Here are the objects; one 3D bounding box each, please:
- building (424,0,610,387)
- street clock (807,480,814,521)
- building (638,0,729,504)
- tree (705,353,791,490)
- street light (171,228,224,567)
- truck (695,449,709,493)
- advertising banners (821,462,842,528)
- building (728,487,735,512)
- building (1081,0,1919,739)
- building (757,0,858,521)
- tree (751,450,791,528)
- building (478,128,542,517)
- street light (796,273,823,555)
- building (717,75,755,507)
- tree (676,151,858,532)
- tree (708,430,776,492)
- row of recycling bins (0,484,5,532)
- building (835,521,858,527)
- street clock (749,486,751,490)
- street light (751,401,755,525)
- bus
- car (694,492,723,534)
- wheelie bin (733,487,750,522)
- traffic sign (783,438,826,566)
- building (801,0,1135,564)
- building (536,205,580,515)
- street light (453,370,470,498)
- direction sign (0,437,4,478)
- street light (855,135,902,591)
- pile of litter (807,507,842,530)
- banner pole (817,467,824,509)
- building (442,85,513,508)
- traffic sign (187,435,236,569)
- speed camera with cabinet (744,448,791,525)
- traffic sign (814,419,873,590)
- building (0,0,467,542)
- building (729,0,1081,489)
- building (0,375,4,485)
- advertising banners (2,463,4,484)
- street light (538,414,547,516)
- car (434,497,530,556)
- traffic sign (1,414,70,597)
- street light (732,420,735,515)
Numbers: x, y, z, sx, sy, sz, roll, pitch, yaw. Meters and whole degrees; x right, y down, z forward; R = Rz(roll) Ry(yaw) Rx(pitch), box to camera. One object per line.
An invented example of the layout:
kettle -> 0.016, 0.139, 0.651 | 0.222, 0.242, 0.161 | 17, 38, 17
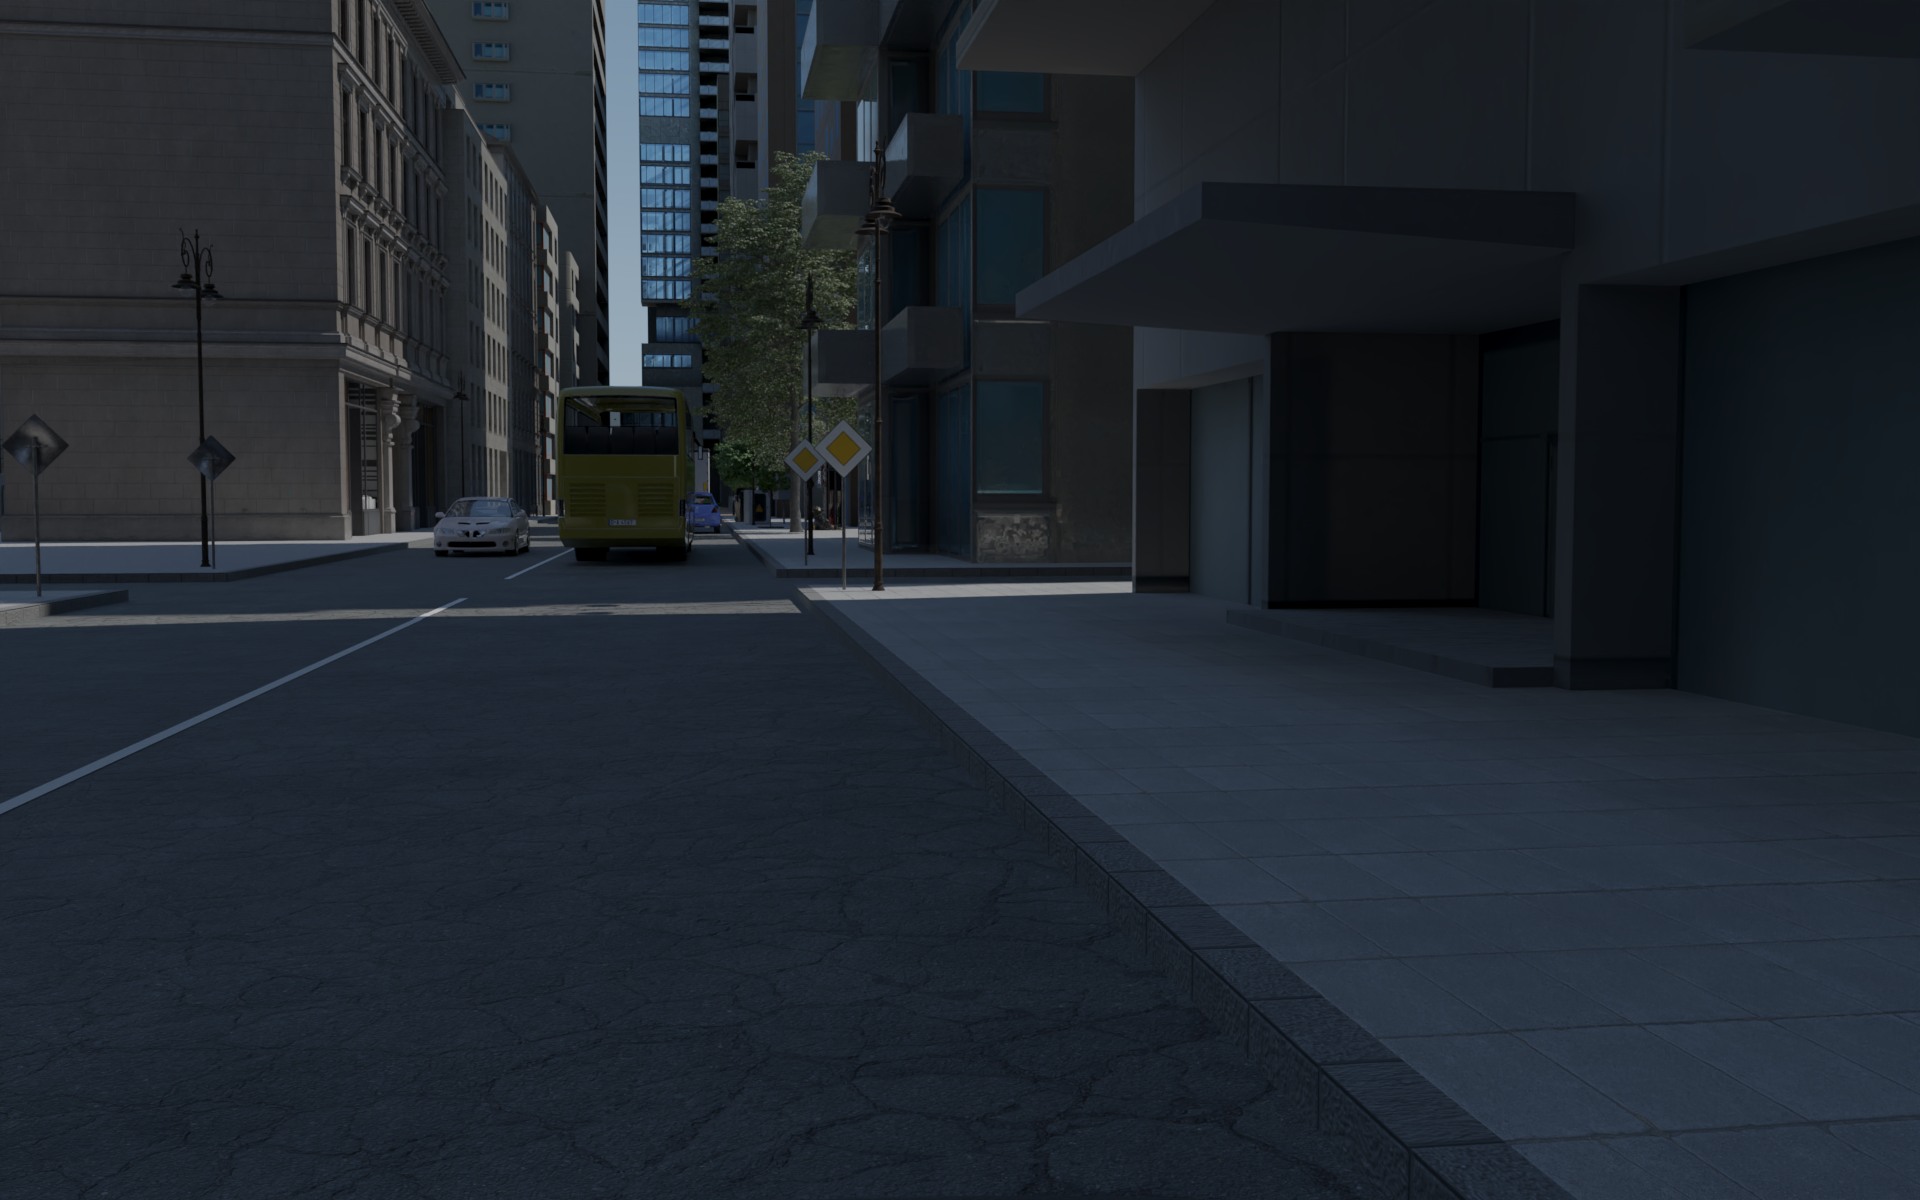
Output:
building -> -39.978, -31.625, 140.777 | 21.300, 48.544, 21.600 | -1, 4, -9
street clock -> -7.275, -4.829, 83.524 | 0.471, 2.002, 0.358 | -2, 4, -24
building -> -24.733, -54.160, 198.190 | 31.000, 86.520, 22.319 | -1, 4, -9
tree -> -10.709, -8.498, 89.312 | 4.360, 8.622, 3.978 | 0, 3, 0
street light -> -13.311, -3.522, 30.376 | 0.468, 5.910, 1.993 | -1, 4, -9
truck -> -17.707, -7.543, 112.248 | 2.839, 4.237, 11.283 | -1, 4, -11
advertising banners -> -4.778, -4.190, 64.692 | 0.090, 3.025, 2.074 | -2, 4, -27
building -> -1.015, -26.727, 128.875 | 32.217, 40.220, 23.993 | -1, 4, -9
building -> 15.045, -25.770, 10.576 | 28.713, 52.752, 27.495 | -1, 4, -9
building -> -4.359, -27.459, 99.067 | 14.600, 45.320, 14.200 | -1, 4, -9
tree -> -7.254, -4.330, 65.397 | 1.663, 3.219, 1.824 | 0, 3, 0
building -> -28.311, -14.952, 93.610 | 9.793, 20.994, 18.267 | -1, 4, -9
street light -> -3.146, -3.886, 36.323 | 0.468, 5.910, 1.993 | -1, 4, -9
building -> -17.118, -29.963, 173.483 | 14.154, 41.232, 14.086 | -1, 4, -9
tree -> -5.489, -8.516, 57.372 | 7.486, 12.596, 7.792 | 0, 3, 0
tree -> -10.591, -6.162, 84.464 | 4.285, 4.588, 4.351 | 0, 3, 0
row of recycling bins -> -32.435, -3.197, 59.385 | 1.069, 1.692, 3.534 | -2, 4, -33
building -> 1.181, -25.917, 73.851 | 14.600, 45.320, 14.200 | -1, 4, -9
street clock -> -11.323, -5.378, 92.508 | 0.358, 2.002, 0.471 | -2, 4, -28
street light -> -8.463, -5.997, 70.842 | 0.468, 5.910, 1.993 | -1, 4, -9
bus -> -7.474, -2.967, 40.054 | 2.896, 3.916, 12.252 | 0, 4, -8
car -> -9.724, -3.330, 64.041 | 1.945, 1.707, 3.694 | -1, 4, -9
wheelie bin -> -9.963, -4.402, 79.874 | 0.980, 1.594, 0.693 | -2, 4, -35
traffic sign -> -2.768, -1.676, 31.043 | 0.795, 2.450, 0.064 | -1, 4, -9
building -> 11.372, -25.824, 41.827 | 30.456, 49.044, 23.786 | -1, 4, -9
building -> -40.538, -16.574, 116.020 | 27.650, 21.520, 28.899 | -1, 4, -9
street light -> -18.531, -5.611, 64.520 | 0.468, 5.910, 1.993 | -1, 4, -9
direction sign -> -35.846, -4.464, 64.980 | 0.876, 3.537, 0.379 | -2, 4, -26
street light -> -1.084, -3.060, 22.818 | 0.468, 5.910, 1.993 | -1, 4, -9
pile of litter -> -4.855, -2.913, 61.585 | 1.176, 0.858, 1.719 | -2, 4, -33
banner pole -> -6.802, -5.795, 84.762 | 0.401, 3.779, 0.863 | 2, 4, 27
building -> -26.001, -13.547, 76.249 | 10.420, 20.320, 16.860 | -1, 4, -9
traffic sign -> -12.749, -1.584, 29.537 | 0.795, 2.450, 0.064 | -1, 4, -9
speed camera with cabinet -> -8.149, -4.847, 73.584 | 2.038, 3.252, 0.660 | -2, 4, -33
traffic sign -> -1.557, -1.193, 23.150 | 0.795, 2.450, 0.064 | -1, 4, -9
building -> -21.583, -12.049, 47.907 | 10.553, 20.767, 40.483 | -1, 4, -9
building -> -6.604, -34.526, 153.746 | 28.713, 52.752, 27.495 | -1, 4, -9
building -> -84.994, -29.421, 164.634 | 14.086, 41.232, 14.154 | -1, 4, -9
advertising banners -> -53.532, -6.151, 96.759 | 0.090, 3.025, 2.074 | -1, 4, -23
street light -> -23.989, -7.760, 99.667 | 0.468, 5.910, 1.993 | -1, 4, -9
car -> -11.367, -1.774, 41.368 | 2.083, 1.381, 4.827 | -1, 4, -9
traffic sign -> -11.538, -1.101, 21.644 | 0.795, 2.450, 0.064 | -1, 4, -9
street light -> -13.744, -8.086, 104.997 | 0.468, 5.910, 1.993 | -1, 4, -9
